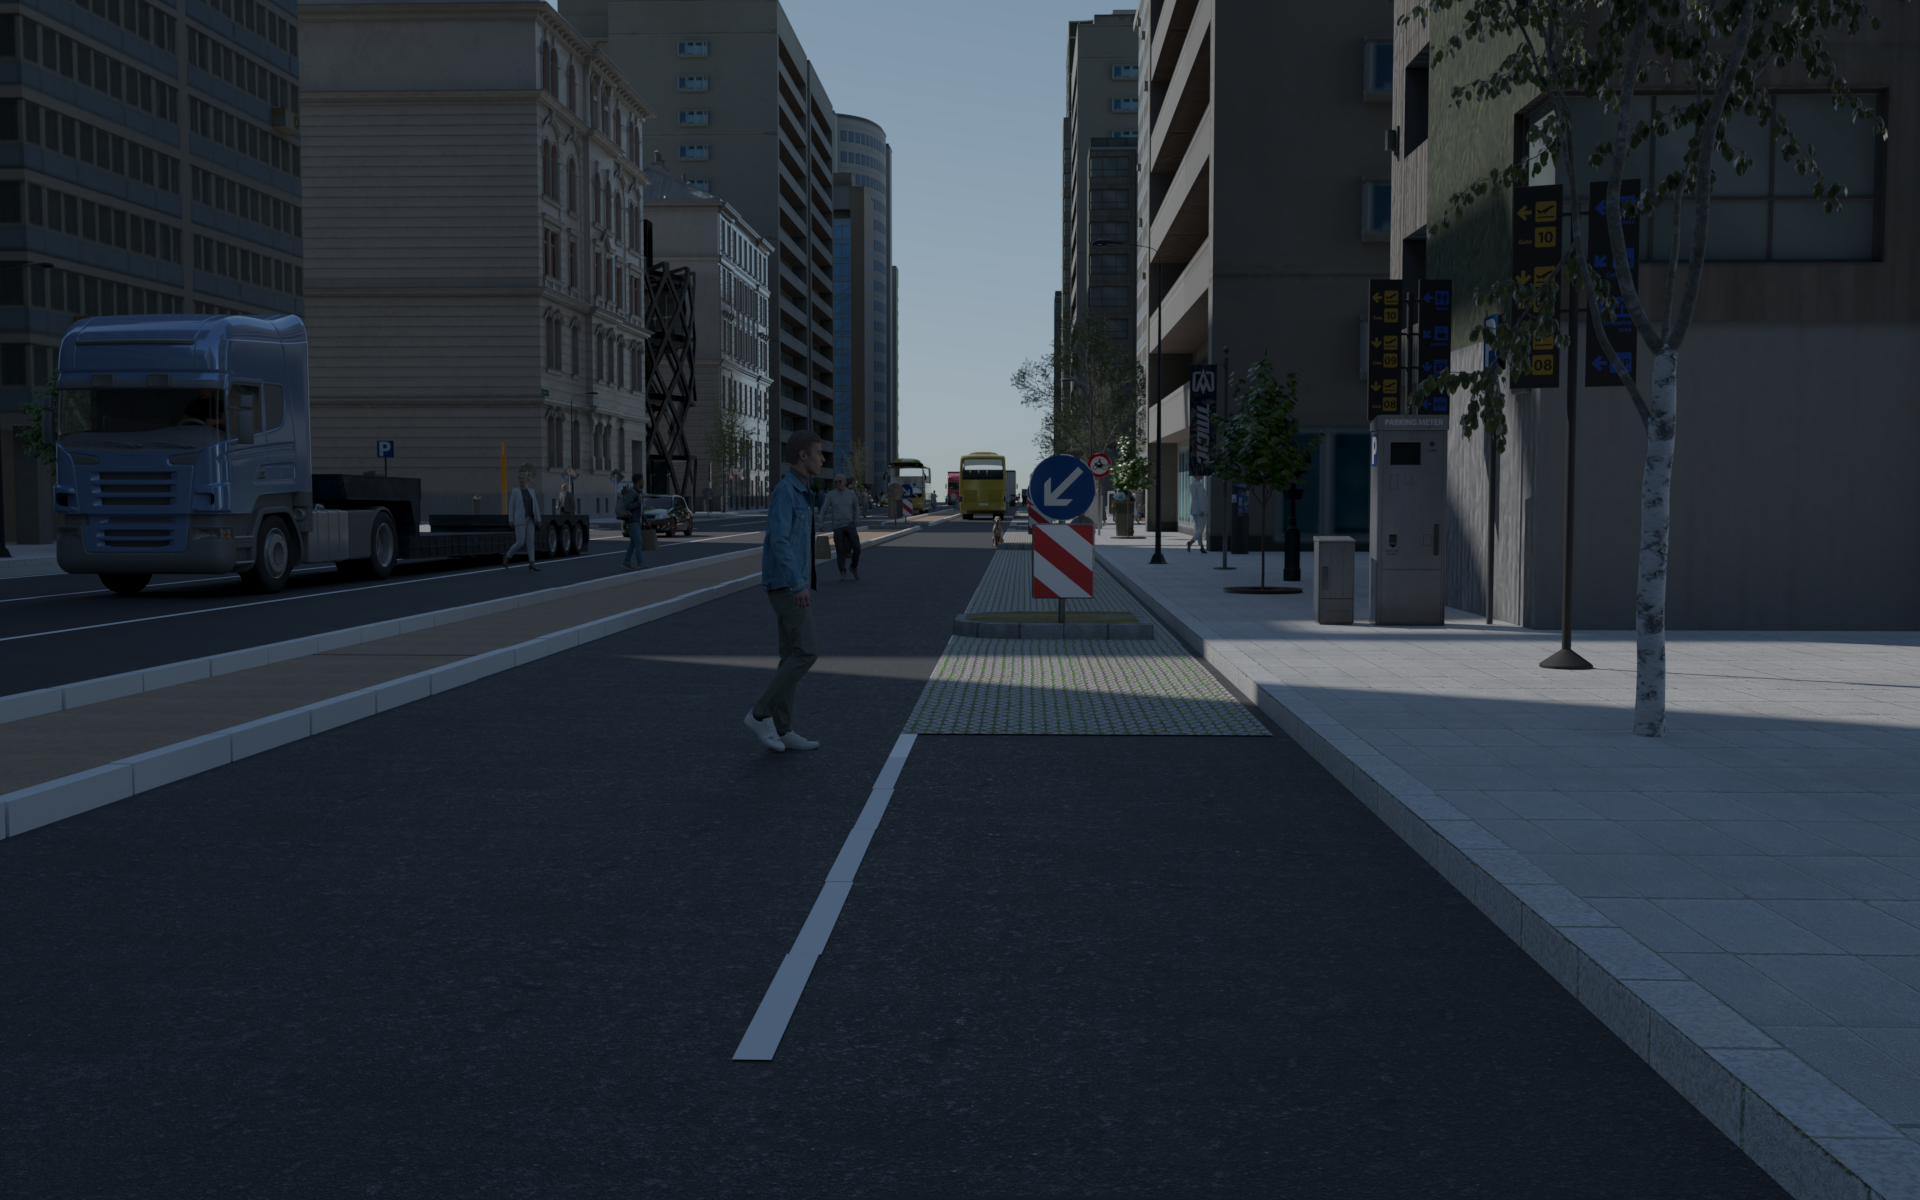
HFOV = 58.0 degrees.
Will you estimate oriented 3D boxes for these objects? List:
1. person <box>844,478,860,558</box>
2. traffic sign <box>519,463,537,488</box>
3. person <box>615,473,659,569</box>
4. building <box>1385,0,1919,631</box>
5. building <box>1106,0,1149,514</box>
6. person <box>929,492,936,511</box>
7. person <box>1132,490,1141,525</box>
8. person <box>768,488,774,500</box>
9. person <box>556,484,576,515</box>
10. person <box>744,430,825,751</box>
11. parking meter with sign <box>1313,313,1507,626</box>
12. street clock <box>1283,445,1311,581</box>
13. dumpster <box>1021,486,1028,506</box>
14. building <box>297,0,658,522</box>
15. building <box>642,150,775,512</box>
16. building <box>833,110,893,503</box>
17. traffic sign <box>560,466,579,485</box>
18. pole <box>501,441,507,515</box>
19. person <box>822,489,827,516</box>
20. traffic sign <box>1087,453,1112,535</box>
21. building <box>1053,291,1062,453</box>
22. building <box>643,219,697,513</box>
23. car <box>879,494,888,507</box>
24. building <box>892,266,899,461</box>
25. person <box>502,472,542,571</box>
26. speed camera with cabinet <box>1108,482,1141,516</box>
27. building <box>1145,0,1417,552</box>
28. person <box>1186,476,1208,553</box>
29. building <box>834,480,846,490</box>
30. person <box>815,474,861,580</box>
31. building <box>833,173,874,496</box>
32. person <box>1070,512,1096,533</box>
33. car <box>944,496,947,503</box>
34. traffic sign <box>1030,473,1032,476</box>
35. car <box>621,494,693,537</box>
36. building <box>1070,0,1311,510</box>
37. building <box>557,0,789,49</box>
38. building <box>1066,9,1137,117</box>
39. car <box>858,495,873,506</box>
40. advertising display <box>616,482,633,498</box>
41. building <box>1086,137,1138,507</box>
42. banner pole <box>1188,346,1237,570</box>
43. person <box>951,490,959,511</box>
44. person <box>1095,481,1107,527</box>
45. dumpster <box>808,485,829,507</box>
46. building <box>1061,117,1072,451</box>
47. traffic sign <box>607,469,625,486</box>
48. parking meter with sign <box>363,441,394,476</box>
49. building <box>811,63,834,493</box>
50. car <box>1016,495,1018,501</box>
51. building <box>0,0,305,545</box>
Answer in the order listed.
[{"bbox_3d":[-2.484,-1.860,39.086,0.473,1.802,0.592,0,4,0],"label":"person"},{"bbox_3d":[-17.648,-4.317,70.686,0.768,2.556,0.104,1,4,8],"label":"traffic sign"},{"bbox_3d":[-6.075,-1.477,32.632,0.713,1.824,0.794,1,4,21],"label":"person"},{"bbox_3d":[12.700,-15.307,21.976,14.160,30.474,14.107,0,4,2],"label":"building"},{"bbox_3d":[24.576,-25.912,115.538,32.217,40.220,23.993,0,4,2],"label":"building"},{"bbox_3d":[-2.411,-8.237,143.014,0.795,1.843,0.661,-3,5,-39],"label":"person"},{"bbox_3d":[7.448,-3.983,73.973,0.624,1.780,0.694,1,4,9],"label":"person"},{"bbox_3d":[-12.341,-6.409,113.467,0.466,1.800,0.511,0,4,4],"label":"person"},{"bbox_3d":[-13.730,-3.138,60.207,0.661,1.777,0.834,1,4,14],"label":"person"},{"bbox_3d":[-0.970,-0.049,9.639,0.444,1.785,0.601,0,4,7],"label":"person"},{"bbox_3d":[4.383,-1.268,16.988,1.738,3.016,0.543,0,4,3],"label":"parking meter with sign"},{"bbox_3d":[4.895,-1.279,25.476,0.471,2.002,0.358,3,5,42],"label":"street clock"},{"bbox_3d":[7.378,-10.738,180.509,1.985,2.255,1.502,0,4,3],"label":"dumpster"},{"bbox_3d":[-25.073,-18.558,90.816,14.401,28.519,23.554,0,4,2],"label":"building"},{"bbox_3d":[-22.692,-20.864,138.397,12.463,27.353,25.104,0,4,2],"label":"building"},{"bbox_3d":[-21.953,-44.283,266.031,21.231,58.520,28.212,0,4,2],"label":"building"},{"bbox_3d":[-15.948,-4.193,70.747,0.795,2.593,0.064,0,4,2],"label":"traffic sign"},{"bbox_3d":[-17.688,-4.487,67.210,0.158,3.312,0.155,0,3,0],"label":"pole"},{"bbox_3d":[-9.020,-6.518,115.423,0.716,1.782,0.532,-1,4,-16],"label":"person"},{"bbox_3d":[4.318,-3.275,53.651,0.768,2.556,0.104,0,4,7],"label":"traffic sign"},{"bbox_3d":[20.269,-28.973,245.404,14.160,30.474,14.107,0,4,2],"label":"building"},{"bbox_3d":[-25.762,-14.938,111.693,16.820,18.784,16.811,0,4,2],"label":"building"},{"bbox_3d":[-8.141,-11.333,195.513,2.015,1.641,3.980,0,4,1],"label":"car"},{"bbox_3d":[-18.183,-37.810,301.786,14.154,41.232,14.086,0,4,2],"label":"building"},{"bbox_3d":[-8.192,-1.467,32.358,0.818,1.842,0.514,2,4,26],"label":"person"},{"bbox_3d":[9.433,-6.431,99.476,2.038,3.252,0.660,3,5,43],"label":"speed camera with cabinet"},{"bbox_3d":[16.605,-25.896,47.100,21.300,48.544,21.600,0,4,2],"label":"building"},{"bbox_3d":[5.077,-1.913,37.196,0.818,1.842,0.514,-3,5,-40],"label":"person"},{"bbox_3d":[-30.359,-31.712,210.371,32.217,40.220,23.993,0,4,2],"label":"building"},{"bbox_3d":[-2.042,-1.217,28.885,0.782,1.767,0.515,-1,4,-11],"label":"person"},{"bbox_3d":[-19.726,-36.395,245.167,14.600,45.320,14.200,0,4,2],"label":"building"},{"bbox_3d":[1.976,-0.930,27.979,0.475,1.303,0.640,-2,4,-28],"label":"person"},{"bbox_3d":[-1.527,-16.689,282.645,2.009,1.686,4.222,0,4,2],"label":"car"},{"bbox_3d":[3.231,-4.147,69.998,0.795,2.593,0.064,0,4,2],"label":"traffic sign"},{"bbox_3d":[-10.246,-2.988,58.639,2.009,1.686,4.222,0,4,4],"label":"car"},{"bbox_3d":[21.998,-33.577,172.682,21.300,48.544,21.600,0,4,2],"label":"building"},{"bbox_3d":[-26.364,-33.083,164.607,21.300,48.544,21.600,0,4,2],"label":"building"},{"bbox_3d":[24.170,-50.362,261.674,20.563,71.187,20.611,0,4,2],"label":"building"},{"bbox_3d":[-10.867,-11.331,197.848,1.945,1.354,3.894,0,4,1],"label":"car"},{"bbox_3d":[-17.364,-5.184,89.973,0.974,1.923,0.123,-1,4,-15],"label":"advertising display"},{"bbox_3d":[17.425,-22.717,143.126,14.160,30.474,14.107,0,4,2],"label":"building"},{"bbox_3d":[4.283,-2.409,29.410,0.863,3.779,0.401,0,4,0],"label":"banner pole"},{"bbox_3d":[-0.431,-8.129,142.073,0.731,1.740,0.598,1,4,9],"label":"person"},{"bbox_3d":[5.405,-3.765,67.788,0.728,1.800,0.709,1,4,8],"label":"person"},{"bbox_3d":[-12.641,-9.051,152.933,1.985,2.255,1.502,0,4,4],"label":"dumpster"},{"bbox_3d":[18.206,-31.026,190.872,14.154,41.232,14.086,0,4,2],"label":"building"},{"bbox_3d":[-15.644,-4.681,78.726,0.795,2.593,0.064,0,4,2],"label":"traffic sign"},{"bbox_3d":[-18.831,-3.630,55.604,0.543,3.016,1.738,1,4,10],"label":"parking meter with sign"},{"bbox_3d":[-25.405,-34.437,186.749,21.300,48.544,21.600,0,4,2],"label":"building"},{"bbox_3d":[9.669,-18.130,308.998,1.945,1.354,3.894,0,4,1],"label":"car"},{"bbox_3d":[-34.139,-22.045,52.312,23.993,40.220,32.217,0,4,2],"label":"building"}]
